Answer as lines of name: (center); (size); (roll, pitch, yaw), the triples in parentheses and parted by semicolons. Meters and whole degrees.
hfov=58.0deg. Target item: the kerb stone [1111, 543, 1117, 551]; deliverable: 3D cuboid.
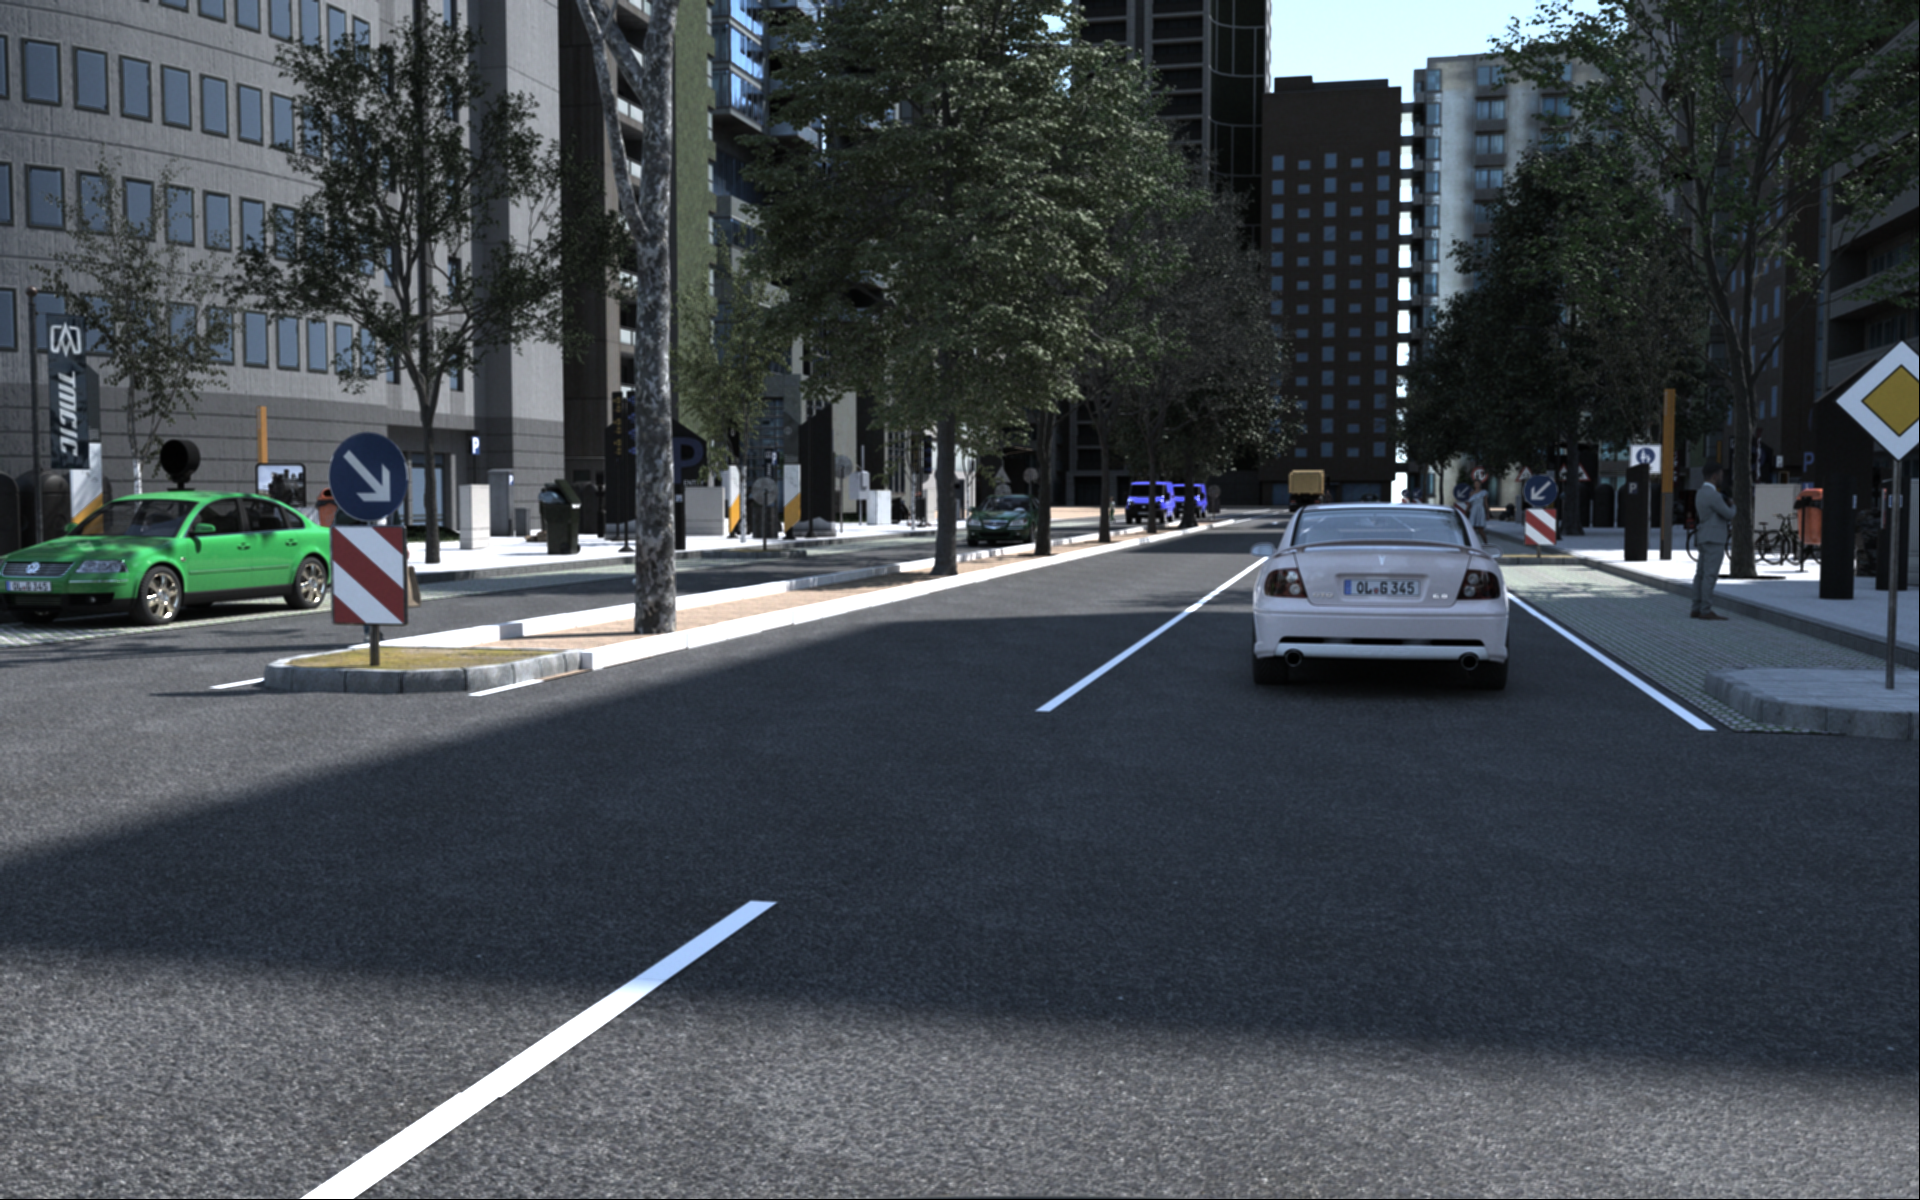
kerb stone: (3.760, -1.304, 43.535); (0.120, 0.150, 1.000); (1, 4, 13)

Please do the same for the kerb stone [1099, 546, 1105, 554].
kerb stone: (3.290, -1.183, 41.545); (0.120, 0.150, 1.000); (1, 4, 13)

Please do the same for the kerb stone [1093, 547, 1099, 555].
kerb stone: (3.065, -1.122, 40.547); (0.120, 0.150, 1.000); (1, 4, 13)

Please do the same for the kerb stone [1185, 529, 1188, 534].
kerb stone: (7.897, -2.400, 61.502); (0.120, 0.150, 1.000); (1, 4, 13)

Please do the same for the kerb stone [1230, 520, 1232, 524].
kerb stone: (12.747, -3.686, 82.497); (0.120, 0.150, 1.000); (1, 4, 13)

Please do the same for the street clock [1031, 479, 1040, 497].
street clock: (3.625, -4.789, 82.871); (0.471, 2.002, 0.358); (0, 4, 7)

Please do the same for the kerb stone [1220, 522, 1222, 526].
kerb stone: (11.365, -3.321, 76.488); (0.120, 0.150, 1.000); (1, 4, 13)

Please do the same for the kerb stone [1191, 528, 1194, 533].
kerb stone: (8.368, -2.527, 63.508); (0.120, 0.150, 1.000); (1, 4, 13)

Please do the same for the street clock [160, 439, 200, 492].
street clock: (-10.385, -1.134, 23.108); (0.471, 2.002, 0.358); (1, 4, 18)

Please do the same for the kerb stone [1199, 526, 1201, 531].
kerb stone: (9.051, -2.710, 66.504); (0.120, 0.150, 1.000); (1, 4, 13)

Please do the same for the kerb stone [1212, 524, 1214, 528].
kerb stone: (10.434, -3.076, 72.489); (0.120, 0.150, 1.000); (1, 4, 13)

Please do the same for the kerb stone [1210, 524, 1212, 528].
kerb stone: (10.206, -3.013, 71.492); (0.120, 0.150, 1.000); (1, 4, 13)

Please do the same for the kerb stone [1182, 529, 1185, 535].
kerb stone: (7.675, -2.335, 60.499); (0.120, 0.150, 1.000); (1, 4, 13)

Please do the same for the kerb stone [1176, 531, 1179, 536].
kerb stone: (7.213, -2.221, 58.506); (0.120, 0.150, 1.000); (1, 4, 13)

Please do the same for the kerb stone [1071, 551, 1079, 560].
kerb stone: (2.379, -0.939, 37.552); (0.120, 0.150, 1.000); (1, 4, 13)

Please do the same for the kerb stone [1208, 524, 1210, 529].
kerb stone: (9.980, -2.951, 70.493); (0.120, 0.150, 1.000); (1, 4, 13)

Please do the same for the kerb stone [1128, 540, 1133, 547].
kerb stone: (4.447, -1.488, 46.529); (0.120, 0.150, 1.000); (1, 4, 13)

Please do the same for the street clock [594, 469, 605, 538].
street clock: (-10.524, -2.821, 50.694); (0.358, 2.002, 0.471); (-1, 4, -9)

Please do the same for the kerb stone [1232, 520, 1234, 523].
kerb stone: (12.970, -3.749, 83.498); (0.120, 0.150, 1.000); (1, 4, 13)

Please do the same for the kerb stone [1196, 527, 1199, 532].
kerb stone: (8.829, -2.645, 65.507); (0.120, 0.150, 1.000); (1, 4, 13)

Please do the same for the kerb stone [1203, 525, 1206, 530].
kerb stone: (9.518, -2.832, 68.496); (0.120, 0.150, 1.000); (1, 4, 13)

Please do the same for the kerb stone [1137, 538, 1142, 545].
kerb stone: (4.908, -1.610, 48.526); (0.120, 0.150, 1.000); (1, 4, 13)

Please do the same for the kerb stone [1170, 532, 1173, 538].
kerb stone: (6.753, -2.097, 56.514); (0.120, 0.150, 1.000); (1, 4, 13)

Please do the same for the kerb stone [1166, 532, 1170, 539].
kerb stone: (6.525, -2.038, 55.514); (0.120, 0.150, 1.000); (1, 4, 13)

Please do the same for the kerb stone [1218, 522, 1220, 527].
kerb stone: (11.134, -3.256, 75.485); (0.120, 0.150, 1.000); (1, 4, 13)

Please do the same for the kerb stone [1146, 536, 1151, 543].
kerb stone: (5.371, -1.727, 50.529); (0.120, 0.150, 1.000); (1, 4, 13)

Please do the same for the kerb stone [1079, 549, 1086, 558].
kerb stone: (2.603, -1.000, 38.552); (0.120, 0.150, 1.000); (1, 4, 13)

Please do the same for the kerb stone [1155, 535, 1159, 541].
kerb stone: (5.834, -1.852, 52.520); (0.120, 0.150, 1.000); (1, 4, 13)

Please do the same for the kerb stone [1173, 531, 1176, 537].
kerb stone: (6.983, -2.160, 57.510); (0.120, 0.150, 1.000); (1, 4, 13)

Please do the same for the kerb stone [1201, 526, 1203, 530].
kerb stone: (9.286, -2.770, 67.499); (0.120, 0.150, 1.000); (1, 4, 13)

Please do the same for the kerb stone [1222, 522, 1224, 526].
kerb stone: (11.595, -3.382, 77.490); (0.120, 0.150, 1.000); (1, 4, 13)

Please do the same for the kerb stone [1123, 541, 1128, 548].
kerb stone: (4.213, -1.427, 45.534); (0.120, 0.150, 1.000); (1, 4, 13)

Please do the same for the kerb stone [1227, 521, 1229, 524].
kerb stone: (12.283, -3.565, 80.479); (0.120, 0.150, 1.000); (1, 4, 13)

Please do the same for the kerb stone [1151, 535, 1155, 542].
kerb stone: (5.606, -1.794, 51.523); (0.120, 0.150, 1.000); (1, 4, 13)

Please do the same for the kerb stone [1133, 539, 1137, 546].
kerb stone: (4.677, -1.549, 47.526); (0.120, 0.150, 1.000); (1, 4, 13)

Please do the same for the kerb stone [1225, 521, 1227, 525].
kerb stone: (12.053, -3.504, 79.483); (0.120, 0.150, 1.000); (1, 4, 13)

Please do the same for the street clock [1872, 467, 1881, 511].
street clock: (24.355, -2.536, 46.033); (0.358, 2.002, 0.471); (-1, 4, -17)

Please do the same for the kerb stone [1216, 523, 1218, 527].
kerb stone: (10.895, -3.198, 74.487); (0.120, 0.150, 1.000); (1, 4, 13)

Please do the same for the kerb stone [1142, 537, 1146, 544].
kerb stone: (5.133, -1.672, 49.529); (0.120, 0.150, 1.000); (1, 4, 13)

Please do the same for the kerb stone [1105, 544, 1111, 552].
kerb stone: (3.522, -1.244, 42.541); (0.120, 0.150, 1.000); (1, 4, 13)

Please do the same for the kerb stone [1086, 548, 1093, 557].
kerb stone: (2.841, -1.061, 39.547); (0.120, 0.150, 1.000); (1, 4, 13)

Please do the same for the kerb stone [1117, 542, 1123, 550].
kerb stone: (3.991, -1.365, 44.535); (0.120, 0.150, 1.000); (1, 4, 13)

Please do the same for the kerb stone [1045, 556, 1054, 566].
kerb stone: (1.680, -0.755, 34.542); (0.120, 0.150, 1.000); (1, 4, 13)

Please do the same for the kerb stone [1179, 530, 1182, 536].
kerb stone: (7.446, -2.282, 59.501); (0.120, 0.150, 1.000); (1, 4, 13)

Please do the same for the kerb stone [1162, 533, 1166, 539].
kerb stone: (6.292, -1.974, 54.519); (0.120, 0.150, 1.000); (1, 4, 13)

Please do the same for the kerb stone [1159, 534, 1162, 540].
kerb stone: (6.058, -1.916, 53.518); (0.120, 0.150, 1.000); (1, 4, 13)

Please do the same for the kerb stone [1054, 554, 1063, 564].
kerb stone: (1.918, -0.815, 35.540); (0.120, 0.150, 1.000); (1, 4, 13)

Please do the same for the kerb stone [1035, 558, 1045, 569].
kerb stone: (1.449, -0.692, 33.547); (0.120, 0.150, 1.000); (1, 4, 13)

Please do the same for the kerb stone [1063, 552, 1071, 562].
kerb stone: (2.143, -0.878, 36.558); (0.120, 0.150, 1.000); (1, 4, 13)

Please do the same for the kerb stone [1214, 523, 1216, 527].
kerb stone: (10.663, -3.137, 73.491); (0.120, 0.150, 1.000); (1, 4, 13)

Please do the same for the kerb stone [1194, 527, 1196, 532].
kerb stone: (8.598, -2.588, 64.510); (0.120, 0.150, 1.000); (1, 4, 13)

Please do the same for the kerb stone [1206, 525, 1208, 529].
kerb stone: (9.749, -2.888, 69.492); (0.120, 0.150, 1.000); (1, 4, 13)

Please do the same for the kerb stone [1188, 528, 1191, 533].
kerb stone: (8.133, -2.465, 62.505); (0.120, 0.150, 1.000); (1, 4, 13)
